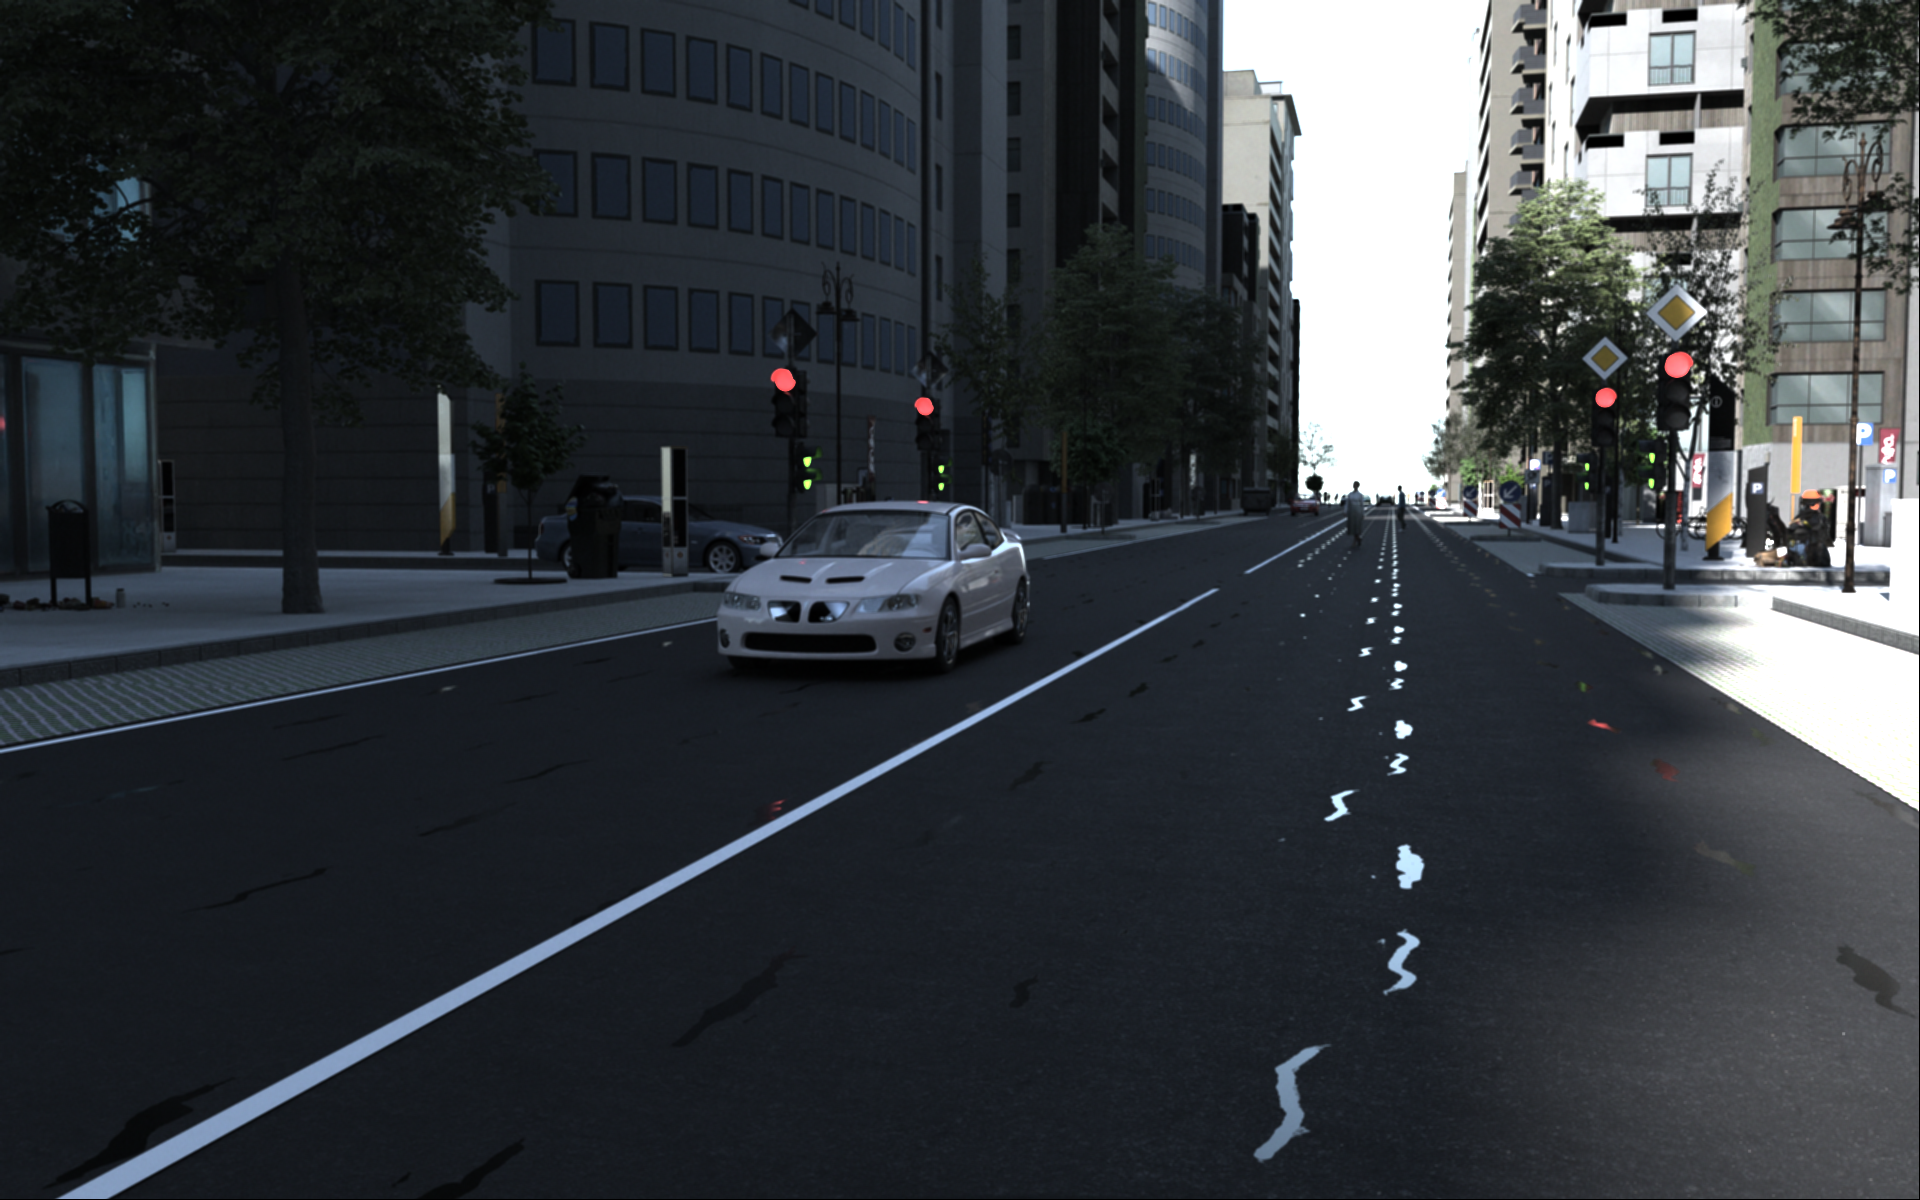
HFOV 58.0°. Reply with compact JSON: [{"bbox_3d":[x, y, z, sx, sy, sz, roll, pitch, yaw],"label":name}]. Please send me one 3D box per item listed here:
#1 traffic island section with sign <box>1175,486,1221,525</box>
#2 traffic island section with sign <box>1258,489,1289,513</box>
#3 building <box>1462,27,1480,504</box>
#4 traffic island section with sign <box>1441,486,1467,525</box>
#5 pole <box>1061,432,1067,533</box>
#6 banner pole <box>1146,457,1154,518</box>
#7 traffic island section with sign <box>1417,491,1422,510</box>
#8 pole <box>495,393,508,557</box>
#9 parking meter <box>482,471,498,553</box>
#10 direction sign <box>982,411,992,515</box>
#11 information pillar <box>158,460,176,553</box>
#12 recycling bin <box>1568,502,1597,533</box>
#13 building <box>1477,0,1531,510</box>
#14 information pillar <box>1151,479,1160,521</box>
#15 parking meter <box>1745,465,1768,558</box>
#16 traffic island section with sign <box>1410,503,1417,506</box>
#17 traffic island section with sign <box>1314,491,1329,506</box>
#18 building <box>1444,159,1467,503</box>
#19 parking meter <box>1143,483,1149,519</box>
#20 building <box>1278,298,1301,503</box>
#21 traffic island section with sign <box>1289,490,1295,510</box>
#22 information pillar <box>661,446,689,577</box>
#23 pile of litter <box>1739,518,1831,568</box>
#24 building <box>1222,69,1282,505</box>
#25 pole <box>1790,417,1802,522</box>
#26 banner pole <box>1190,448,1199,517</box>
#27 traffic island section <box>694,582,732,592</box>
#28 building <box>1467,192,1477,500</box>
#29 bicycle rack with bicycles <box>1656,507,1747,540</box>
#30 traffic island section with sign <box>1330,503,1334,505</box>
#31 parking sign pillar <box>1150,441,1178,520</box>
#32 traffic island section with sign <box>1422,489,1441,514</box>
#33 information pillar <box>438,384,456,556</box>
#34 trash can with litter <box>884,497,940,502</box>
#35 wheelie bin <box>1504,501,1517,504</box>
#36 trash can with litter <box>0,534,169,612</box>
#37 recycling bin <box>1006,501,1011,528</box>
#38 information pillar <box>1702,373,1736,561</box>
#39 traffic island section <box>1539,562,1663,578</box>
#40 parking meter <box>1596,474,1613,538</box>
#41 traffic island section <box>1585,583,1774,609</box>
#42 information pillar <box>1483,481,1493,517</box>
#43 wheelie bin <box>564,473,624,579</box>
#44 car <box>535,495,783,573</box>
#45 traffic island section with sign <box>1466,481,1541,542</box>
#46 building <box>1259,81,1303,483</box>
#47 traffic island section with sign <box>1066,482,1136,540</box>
[{"bbox_3d":[11.260,-4.466,81.640,1.989,1.847,2.006,1,4,14],"label":"traffic island section with sign"},{"bbox_3d":[23.534,-7.467,130.714,1.989,1.847,2.006,1,4,14],"label":"traffic island section with sign"},{"bbox_3d":[74.660,-41.382,218.586,21.231,58.520,28.212,1,4,14],"label":"building"},{"bbox_3d":[23.273,-4.334,79.488,1.989,1.847,2.006,1,4,14],"label":"traffic island section with sign"},{"bbox_3d":[3.408,-3.854,56.852,0.158,3.312,0.155,0,3,0],"label":"pole"},{"bbox_3d":[10.272,-6.335,93.586,0.863,3.779,0.401,-3,4,-36],"label":"banner pole"},{"bbox_3d":[41.842,-8.881,153.834,1.989,1.847,2.006,1,4,14],"label":"traffic island section with sign"},{"bbox_3d":[-9.317,-2.528,35.183,0.158,3.312,0.155,0,3,0],"label":"pole"},{"bbox_3d":[-10.137,-1.951,37.610,0.399,1.863,0.255,1,4,9],"label":"parking meter"},{"bbox_3d":[0.736,-3.410,47.752,0.379,3.537,0.876,1,4,17],"label":"direction sign"},{"bbox_3d":[-17.215,-2.020,37.524,0.304,2.012,0.304,3,5,43],"label":"information pillar"},{"bbox_3d":[20.478,-2.716,56.962,0.722,1.027,0.722,3,5,42],"label":"recycling bin"},{"bbox_3d":[55.441,-32.015,147.152,21.300,48.544,21.600,1,4,14],"label":"building"},{"bbox_3d":[9.231,-4.734,81.900,0.304,2.012,0.304,3,5,45],"label":"information pillar"},{"bbox_3d":[15.994,-1.779,34.805,0.399,1.863,0.255,2,4,26],"label":"parking meter"},{"bbox_3d":[55.204,-12.150,207.271,1.989,1.847,2.006,1,4,14],"label":"traffic island section with sign"},{"bbox_3d":[43.561,-12.373,210.923,1.989,1.847,2.006,1,4,14],"label":"traffic island section with sign"},{"bbox_3d":[79.915,-37.950,244.186,21.300,48.544,21.600,1,4,14],"label":"building"},{"bbox_3d":[9.620,-5.126,89.523,0.255,1.863,0.399,-1,4,-9],"label":"parking meter"},{"bbox_3d":[41.102,-29.104,247.549,14.160,30.474,14.107,1,4,14],"label":"building"},{"bbox_3d":[30.135,-9.085,157.172,1.989,1.847,2.006,1,4,14],"label":"traffic island section with sign"},{"bbox_3d":[-4.434,-1.373,26.935,0.304,2.012,0.304,-3,5,-40],"label":"information pillar"},{"bbox_3d":[14.608,-1.018,30.610,1.719,0.858,1.176,0,4,3],"label":"pile of litter"},{"bbox_3d":[26.199,-35.473,203.687,21.300,48.544,21.600,1,4,14],"label":"building"},{"bbox_3d":[22.083,-3.175,45.759,0.158,3.312,0.155,0,3,0],"label":"pole"},{"bbox_3d":[12.923,-6.444,95.370,0.401,3.779,0.863,-2,4,-31],"label":"banner pole"},{"bbox_3d":[-2.565,-0.246,26.310,2.009,0.180,2.903,1,4,14],"label":"traffic island section"},{"bbox_3d":[56.143,-24.110,165.895,14.160,30.474,14.107,1,4,14],"label":"building"},{"bbox_3d":[21.428,-2.179,49.012,2.925,0.926,2.852,2,4,30],"label":"bicycle rack with bicycles"},{"bbox_3d":[50.182,-13.992,237.392,1.989,1.847,2.006,1,4,14],"label":"traffic island section with sign"},{"bbox_3d":[10.343,-6.068,87.681,1.447,3.967,1.447,2,4,25],"label":"parking sign pillar"},{"bbox_3d":[35.117,-7.235,126.925,1.989,1.847,2.006,1,4,14],"label":"traffic island section with sign"},{"bbox_3d":[-10.675,-2.731,36.002,0.504,3.616,0.183,3,5,43],"label":"information pillar"},{"bbox_3d":[-0.941,-2.208,47.160,1.678,1.210,2.233,2,4,24],"label":"trash can with litter"},{"bbox_3d":[32.813,-5.824,103.134,0.980,1.594,0.693,-3,5,-44],"label":"wheelie bin"},{"bbox_3d":[-10.286,-0.522,19.591,2.233,1.210,1.678,1,4,19],"label":"trash can with litter"},{"bbox_3d":[1.447,-3.214,65.099,0.722,1.027,0.722,-2,4,-32],"label":"recycling bin"},{"bbox_3d":[14.661,-2.572,33.413,0.183,3.616,0.504,-3,5,-41],"label":"information pillar"},{"bbox_3d":[11.490,-0.536,31.037,2.009,0.180,2.903,1,4,14],"label":"traffic island section"},{"bbox_3d":[18.747,-2.731,50.371,0.399,1.863,0.255,-2,4,-23],"label":"parking meter"},{"bbox_3d":[9.554,-0.062,23.289,2.009,0.180,2.903,1,4,14],"label":"traffic island section"},{"bbox_3d":[30.458,-5.849,100.130,0.304,2.012,0.304,2,4,29],"label":"information pillar"},{"bbox_3d":[-5.544,-1.132,26.420,0.693,1.594,0.980,2,4,30],"label":"wheelie bin"},{"bbox_3d":[-5.353,-1.168,31.095,4.499,1.417,2.014,1,4,14],"label":"car"},{"bbox_3d":[16.609,-2.702,52.812,1.989,1.847,2.006,1,4,14],"label":"traffic island section with sign"},{"bbox_3d":[29.683,-39.087,228.313,28.713,52.752,27.495,1,4,14],"label":"building"},{"bbox_3d":[4.494,-2.808,54.537,1.989,1.847,2.006,1,4,14],"label":"traffic island section with sign"}]
